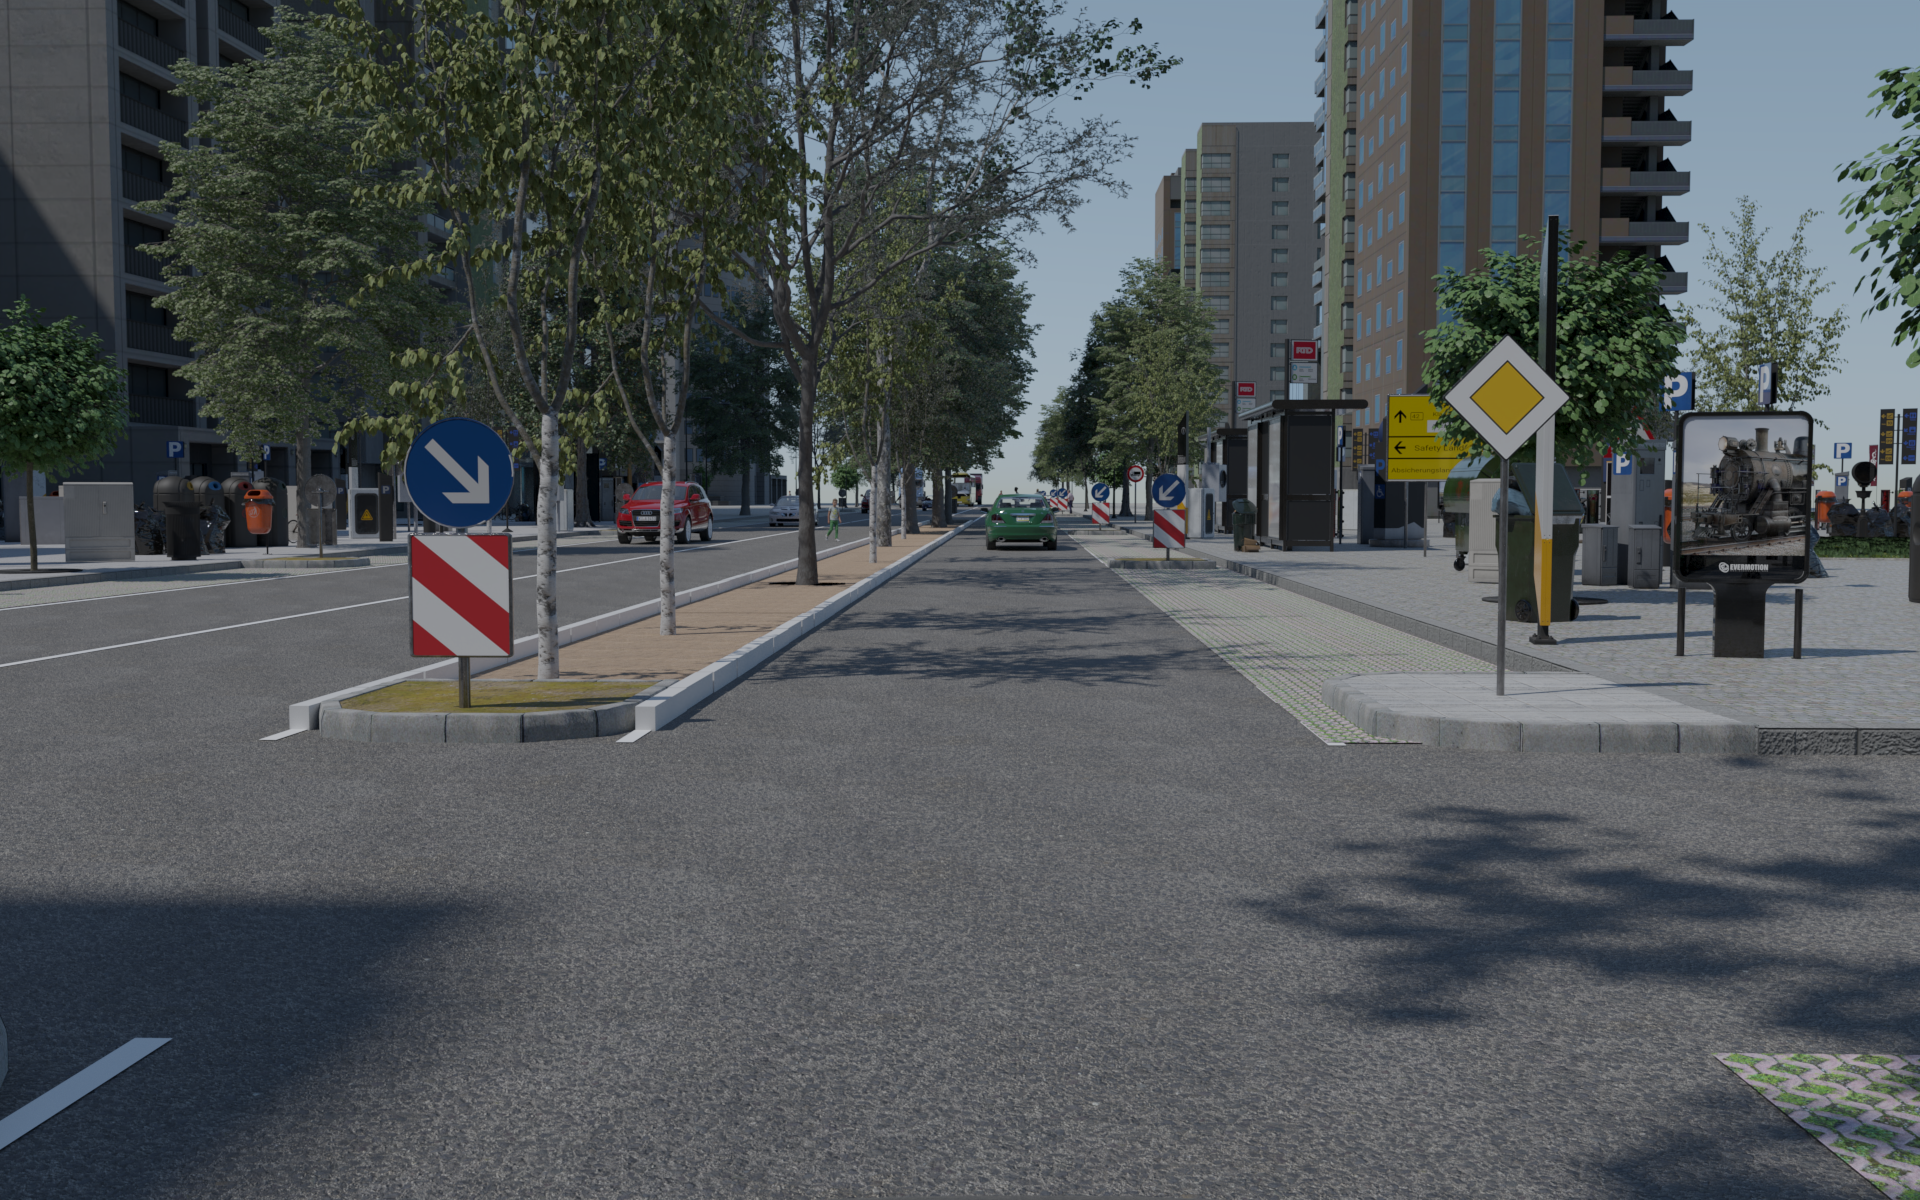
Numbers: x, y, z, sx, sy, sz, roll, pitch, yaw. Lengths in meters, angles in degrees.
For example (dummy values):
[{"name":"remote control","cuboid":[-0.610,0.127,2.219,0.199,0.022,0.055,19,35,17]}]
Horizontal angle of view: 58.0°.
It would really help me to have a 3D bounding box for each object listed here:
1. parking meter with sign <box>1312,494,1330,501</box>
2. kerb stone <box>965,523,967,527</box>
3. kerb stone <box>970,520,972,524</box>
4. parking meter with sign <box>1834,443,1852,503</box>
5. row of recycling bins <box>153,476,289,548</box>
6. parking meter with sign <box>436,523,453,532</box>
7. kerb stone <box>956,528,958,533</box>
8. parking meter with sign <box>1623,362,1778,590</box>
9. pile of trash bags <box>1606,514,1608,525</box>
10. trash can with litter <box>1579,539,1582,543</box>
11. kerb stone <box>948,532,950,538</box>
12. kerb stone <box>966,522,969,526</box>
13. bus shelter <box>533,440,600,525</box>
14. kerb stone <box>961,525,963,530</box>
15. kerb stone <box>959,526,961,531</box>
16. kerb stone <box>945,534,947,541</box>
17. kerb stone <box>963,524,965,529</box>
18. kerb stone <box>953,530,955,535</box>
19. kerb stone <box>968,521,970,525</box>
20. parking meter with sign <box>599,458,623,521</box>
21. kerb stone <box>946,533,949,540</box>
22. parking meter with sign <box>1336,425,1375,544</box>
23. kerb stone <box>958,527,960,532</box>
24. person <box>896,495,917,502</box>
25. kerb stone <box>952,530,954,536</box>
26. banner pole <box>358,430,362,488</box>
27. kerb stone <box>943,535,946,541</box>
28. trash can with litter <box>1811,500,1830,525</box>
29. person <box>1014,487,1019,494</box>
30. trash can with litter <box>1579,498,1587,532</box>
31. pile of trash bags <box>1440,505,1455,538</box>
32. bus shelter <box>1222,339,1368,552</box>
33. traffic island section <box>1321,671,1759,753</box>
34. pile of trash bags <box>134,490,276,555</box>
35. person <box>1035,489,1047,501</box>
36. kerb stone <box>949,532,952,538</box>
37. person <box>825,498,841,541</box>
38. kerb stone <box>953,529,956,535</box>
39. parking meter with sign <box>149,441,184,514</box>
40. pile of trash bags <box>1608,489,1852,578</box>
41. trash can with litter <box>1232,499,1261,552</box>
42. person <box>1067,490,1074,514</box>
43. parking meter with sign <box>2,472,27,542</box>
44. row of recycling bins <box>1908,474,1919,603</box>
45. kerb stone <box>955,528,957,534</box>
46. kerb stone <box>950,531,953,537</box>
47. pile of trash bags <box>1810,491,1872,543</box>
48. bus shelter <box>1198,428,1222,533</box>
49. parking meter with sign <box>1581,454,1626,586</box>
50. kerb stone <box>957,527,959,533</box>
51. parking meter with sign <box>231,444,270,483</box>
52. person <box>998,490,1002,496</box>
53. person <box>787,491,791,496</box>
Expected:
[{"name":"parking meter with sign","cuboid":[13.402,-4.170,64.438,1.738,3.016,0.543,3,5,40]},{"name":"kerb stone","cuboid":[0.110,-3.009,71.406,0.120,0.150,1.000,0,4,2]},{"name":"kerb stone","cuboid":[0.358,-3.447,78.563,0.120,0.150,1.000,0,4,2]},{"name":"parking meter with sign","cuboid":[29.475,-3.773,57.944,0.543,3.016,1.738,2,4,28]},{"name":"row of recycling bins","cuboid":[-17.625,-2.092,41.325,1.069,1.692,3.534,2,4,27]},{"name":"parking meter with sign","cuboid":[-17.769,-3.868,59.507,0.543,3.016,1.738,0,4,-3]},{"name":"kerb stone","cuboid":[-0.225,-2.381,61.156,0.120,0.150,1.000,0,4,2]},{"name":"parking meter with sign","cuboid":[9.967,-1.655,23.318,1.738,3.016,0.543,1,4,9]},{"name":"pile of trash bags","cuboid":[13.680,-1.392,32.510,1.912,1.369,3.447,-2,4,-32]},{"name":"trash can with litter","cuboid":[15.402,-2.089,45.208,2.233,1.210,1.678,0,4,-3]},{"name":"kerb stone","cuboid":[-0.458,-1.943,53.980,0.120,0.150,1.000,0,4,2]},{"name":"kerb stone","cuboid":[0.183,-3.135,73.448,0.120,0.150,1.000,0,4,2]},{"name":"bus shelter","cuboid":[-17.002,-5.171,75.828,1.731,3.624,6.357,0,4,2]},{"name":"kerb stone","cuboid":[-0.050,-2.697,66.289,0.120,0.150,1.000,0,4,2]},{"name":"kerb stone","cuboid":[-0.126,-2.571,64.232,0.120,0.150,1.000,0,4,2]},{"name":"kerb stone","cuboid":[-0.533,-1.815,51.938,0.120,0.150,1.000,0,4,2]},{"name":"kerb stone","cuboid":[0.016,-2.822,68.341,0.120,0.150,1.000,0,4,2]},{"name":"kerb stone","cuboid":[-0.326,-2.194,58.082,0.120,0.150,1.000,0,4,2]},{"name":"kerb stone","cuboid":[0.247,-3.260,75.498,0.120,0.150,1.000,0,4,2]},{"name":"parking meter with sign","cuboid":[-16.741,-5.221,81.624,0.543,3.016,1.738,3,5,44]},{"name":"kerb stone","cuboid":[-0.490,-1.882,52.959,0.120,0.150,1.000,0,4,2]},{"name":"parking meter with sign","cuboid":[10.558,-2.935,44.253,1.738,3.016,0.543,0,4,-1]},{"name":"kerb stone","cuboid":[-0.159,-2.508,63.206,0.120,0.150,1.000,0,4,2]},{"name":"person","cuboid":[-3.204,-5.772,102.891,1.348,1.821,0.705,1,4,16]},{"name":"kerb stone","cuboid":[-0.356,-2.132,57.060,0.120,0.150,1.000,0,4,2]},{"name":"banner pole","cuboid":[-23.691,-4.771,68.030,0.863,3.779,0.401,3,4,36]},{"name":"kerb stone","cuboid":[-0.561,-1.754,50.914,0.120,0.150,1.000,0,4,2]},{"name":"trash can with litter","cuboid":[34.028,-3.415,66.900,1.678,1.210,2.233,3,5,43]},{"name":"person","cuboid":[2.710,-4.587,83.841,0.374,1.781,0.599,1,4,17]},{"name":"trash can with litter","cuboid":[19.817,-2.736,56.122,0.624,1.170,1.055,-2,4,-31]},{"name":"pile of trash bags","cuboid":[15.113,-2.532,51.149,1.912,1.369,3.447,0,4,-5]},{"name":"bus shelter","cuboid":[8.124,-3.970,42.548,2.179,5.291,8.768,0,4,2]},{"name":"traffic island section","cuboid":[3.462,0.687,11.043,2.009,0.180,2.903,0,4,2]},{"name":"pile of trash bags","cuboid":[-16.111,-1.652,36.767,3.447,1.369,1.912,1,4,12]},{"name":"person","cuboid":[5.413,-6.864,120.808,1.350,1.814,0.705,0,4,1]},{"name":"kerb stone","cuboid":[-0.427,-2.007,55.009,0.120,0.150,1.000,0,4,2]},{"name":"person","cuboid":[-3.840,-2.428,52.448,0.590,1.304,0.306,3,5,45]},{"name":"kerb stone","cuboid":[-0.298,-2.257,59.103,0.120,0.150,1.000,0,4,2]},{"name":"parking meter with sign","cuboid":[-25.793,-3.670,56.260,0.543,3.016,1.738,0,4,-2]},{"name":"pile of trash bags","cuboid":[12.182,-1.096,27.667,1.912,1.369,3.447,-1,4,-9]},{"name":"trash can with litter","cuboid":[6.427,-1.654,38.424,0.624,1.170,1.055,-1,4,-9]},{"name":"person","cuboid":[7.148,-6.335,113.023,0.756,1.711,0.436,-3,5,-44]},{"name":"parking meter with sign","cuboid":[-25.136,-3.054,46.202,1.738,3.016,0.543,-2,4,-28]},{"name":"row of recycling bins","cuboid":[12.900,-0.777,19.825,3.534,1.692,1.069,1,4,21]},{"name":"kerb stone","cuboid":[-0.255,-2.320,60.126,0.120,0.150,1.000,0,4,2]},{"name":"kerb stone","cuboid":[-0.397,-2.069,56.030,0.120,0.150,1.000,0,4,2]},{"name":"pile of trash bags","cuboid":[25.417,-2.404,49.051,1.912,1.369,3.447,-1,4,-10]},{"name":"bus shelter","cuboid":[9.373,-4.992,59.256,2.179,5.291,8.768,0,4,2]},{"name":"parking meter with sign","cuboid":[9.581,-1.729,24.536,1.738,3.016,0.543,-2,4,-30]},{"name":"kerb stone","cuboid":[-0.185,-2.446,62.185,0.120,0.150,1.000,0,4,2]},{"name":"parking meter with sign","cuboid":[-25.250,-3.961,61.016,1.738,3.016,0.543,0,4,2]},{"name":"person","cuboid":[4.404,-10.729,183.851,1.348,1.831,0.705,-3,5,-44]},{"name":"person","cuboid":[-16.426,-9.585,165.748,0.750,1.759,0.617,1,4,22]}]
